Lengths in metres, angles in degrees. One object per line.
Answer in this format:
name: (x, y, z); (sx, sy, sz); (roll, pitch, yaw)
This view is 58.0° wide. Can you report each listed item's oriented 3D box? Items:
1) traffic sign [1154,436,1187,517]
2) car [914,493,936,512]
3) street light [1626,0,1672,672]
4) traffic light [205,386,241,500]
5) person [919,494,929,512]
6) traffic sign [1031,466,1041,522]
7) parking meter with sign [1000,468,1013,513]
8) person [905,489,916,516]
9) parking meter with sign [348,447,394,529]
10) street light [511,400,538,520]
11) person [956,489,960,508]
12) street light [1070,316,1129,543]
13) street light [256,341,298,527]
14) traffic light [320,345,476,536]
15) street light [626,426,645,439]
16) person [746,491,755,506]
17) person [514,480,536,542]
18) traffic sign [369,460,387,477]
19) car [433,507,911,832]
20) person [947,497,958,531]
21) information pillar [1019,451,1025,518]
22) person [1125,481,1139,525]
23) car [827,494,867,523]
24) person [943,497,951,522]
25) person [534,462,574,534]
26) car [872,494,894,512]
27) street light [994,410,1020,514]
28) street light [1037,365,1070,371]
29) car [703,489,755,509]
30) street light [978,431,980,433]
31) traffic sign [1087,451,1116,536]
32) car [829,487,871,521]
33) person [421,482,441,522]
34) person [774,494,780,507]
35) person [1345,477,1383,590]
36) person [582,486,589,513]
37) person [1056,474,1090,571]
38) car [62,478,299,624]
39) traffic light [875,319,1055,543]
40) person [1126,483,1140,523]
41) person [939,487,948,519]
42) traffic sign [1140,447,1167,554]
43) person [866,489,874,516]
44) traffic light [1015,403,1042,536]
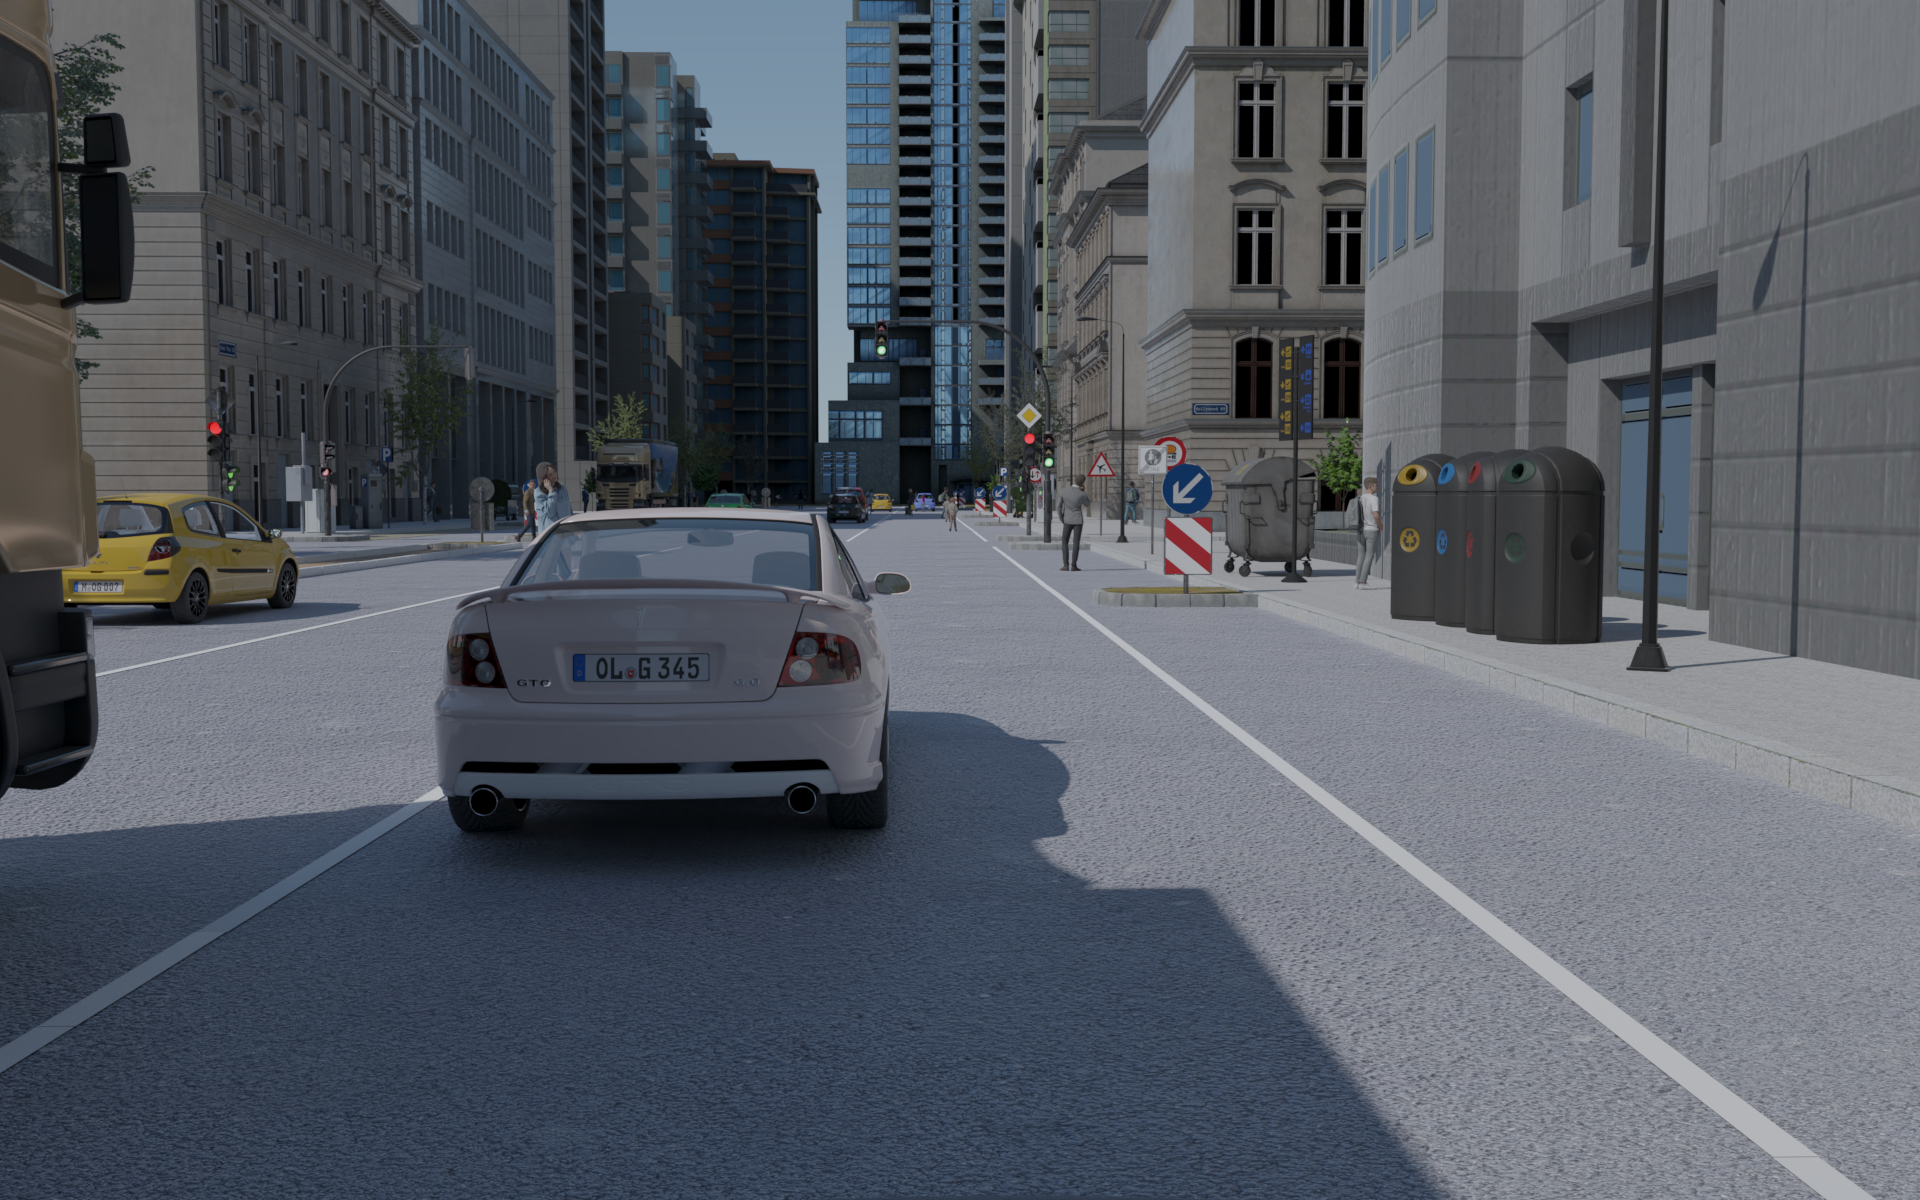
traffic sign: (4.592, -2.320, 38.044); (0.768, 2.556, 0.104); (0, 4, 0)
car: (-2.899, -8.097, 141.983); (1.945, 1.707, 3.694); (0, 4, -2)
street light: (4.490, -2.442, 12.464); (1.470, 5.913, 1.316); (0, 4, -1)
traffic light: (-19.183, -3.429, 44.984); (0.839, 4.253, 0.868); (0, 4, -1)
person: (-2.906, -7.821, 139.597); (0.991, 1.433, 0.599); (2, 4, 34)
traffic sign: (3.408, -4.811, 78.769); (0.768, 2.556, 0.104); (0, 3, 0)
parking meter with sign: (3.128, -7.283, 115.336); (0.543, 3.016, 1.738); (1, 4, 16)
person: (-3.299, -6.528, 115.452); (0.699, 1.804, 1.509); (0, 4, -3)
parking meter with sign: (-21.767, -4.141, 63.971); (0.543, 3.016, 1.738); (2, 4, 30)
street light: (-21.472, -6.899, 85.339); (1.470, 5.913, 1.316); (0, 4, -1)
person: (-0.129, -9.354, 161.068); (0.705, 1.869, 1.348); (1, 4, 13)
street light: (3.737, -4.460, 45.455); (1.470, 5.913, 1.316); (0, 4, -1)
street light: (-20.833, -4.911, 52.830); (1.470, 5.913, 1.316); (0, 4, -1)
traffic light: (-17.257, -4.794, 53.045); (4.771, 5.953, 1.251); (0, 4, -1)
street light: (-22.162, -8.897, 118.015); (1.470, 5.913, 1.316); (0, 4, -1)
person: (-19.651, -9.335, 161.642); (1.217, 1.766, 0.721); (1, 4, 21)
person: (-12.423, -2.539, 49.929); (0.836, 1.842, 0.656); (-2, 4, -27)
traffic sign: (-22.119, -4.049, 65.931); (0.795, 2.593, 0.064); (0, 4, 7)
car: (-1.280, 0.220, 8.762); (2.083, 1.381, 4.827); (0, 4, -2)
person: (-0.290, -3.292, 66.605); (0.475, 1.303, 0.640); (1, 4, 15)
information pillar: (3.406, -6.298, 94.331); (0.183, 3.616, 0.504); (-3, 5, -40)
person: (7.082, -4.034, 71.984); (0.713, 1.824, 0.794); (-2, 4, -26)
car: (-5.630, -4.661, 85.993); (2.009, 1.686, 4.222); (0, 4, 1)
person: (-0.639, -4.628, 88.448); (0.475, 1.303, 0.640); (1, 4, 9)
person: (-4.642, -0.675, 19.795); (0.793, 1.790, 0.793); (-1, 4, -9)
car: (-6.285, -7.842, 138.435); (2.015, 1.641, 3.980); (0, 4, -2)
street light: (2.726, -7.505, 95.252); (1.470, 5.913, 1.316); (0, 4, -1)
street light: (3.473, -5.490, 62.304); (1.470, 5.913, 1.316); (0, 4, -1)
car: (-9.368, -3.764, 70.332); (1.959, 1.807, 4.718); (0, 4, -1)
street light: (2.006, -9.540, 128.520); (1.470, 5.913, 1.316); (0, 4, -1)
traffic sign: (4.312, -3.237, 52.931); (0.884, 2.594, 0.081); (0, 4, 0)
car: (-6.053, -5.284, 95.068); (2.281, 1.827, 5.304); (0, 4, -2)
person: (-24.099, -4.459, 78.913); (0.822, 1.834, 0.622); (0, 4, -3)
person: (-19.998, -10.885, 189.661); (0.628, 1.438, 0.799); (3, 5, 40)
person: (5.442, -0.895, 23.272); (0.503, 1.515, 0.523); (2, 4, 28)
person: (-23.381, -6.231, 108.105); (0.419, 1.800, 0.721); (1, 4, 12)
person: (2.104, -1.443, 32.270); (0.592, 1.802, 0.473); (2, 4, 27)
car: (-9.263, -0.631, 20.535); (2.015, 1.641, 3.980); (0, 4, 0)
traffic light: (0.184, -4.317, 45.254); (4.771, 5.953, 1.251); (0, 4, -1)
person: (7.698, -4.367, 77.618); (0.721, 1.800, 0.419); (0, 4, -4)
person: (-0.825, -5.622, 100.405); (0.713, 1.824, 0.794); (2, 4, 34)
traffic sign: (4.088, -2.118, 36.758); (0.606, 2.300, 0.079); (0, 4, 0)
person: (-6.037, -6.517, 115.314); (0.793, 1.790, 0.793); (-3, 4, -37)
traffic light: (2.110, -3.945, 53.422); (0.839, 4.253, 0.868); (0, 4, -1)
